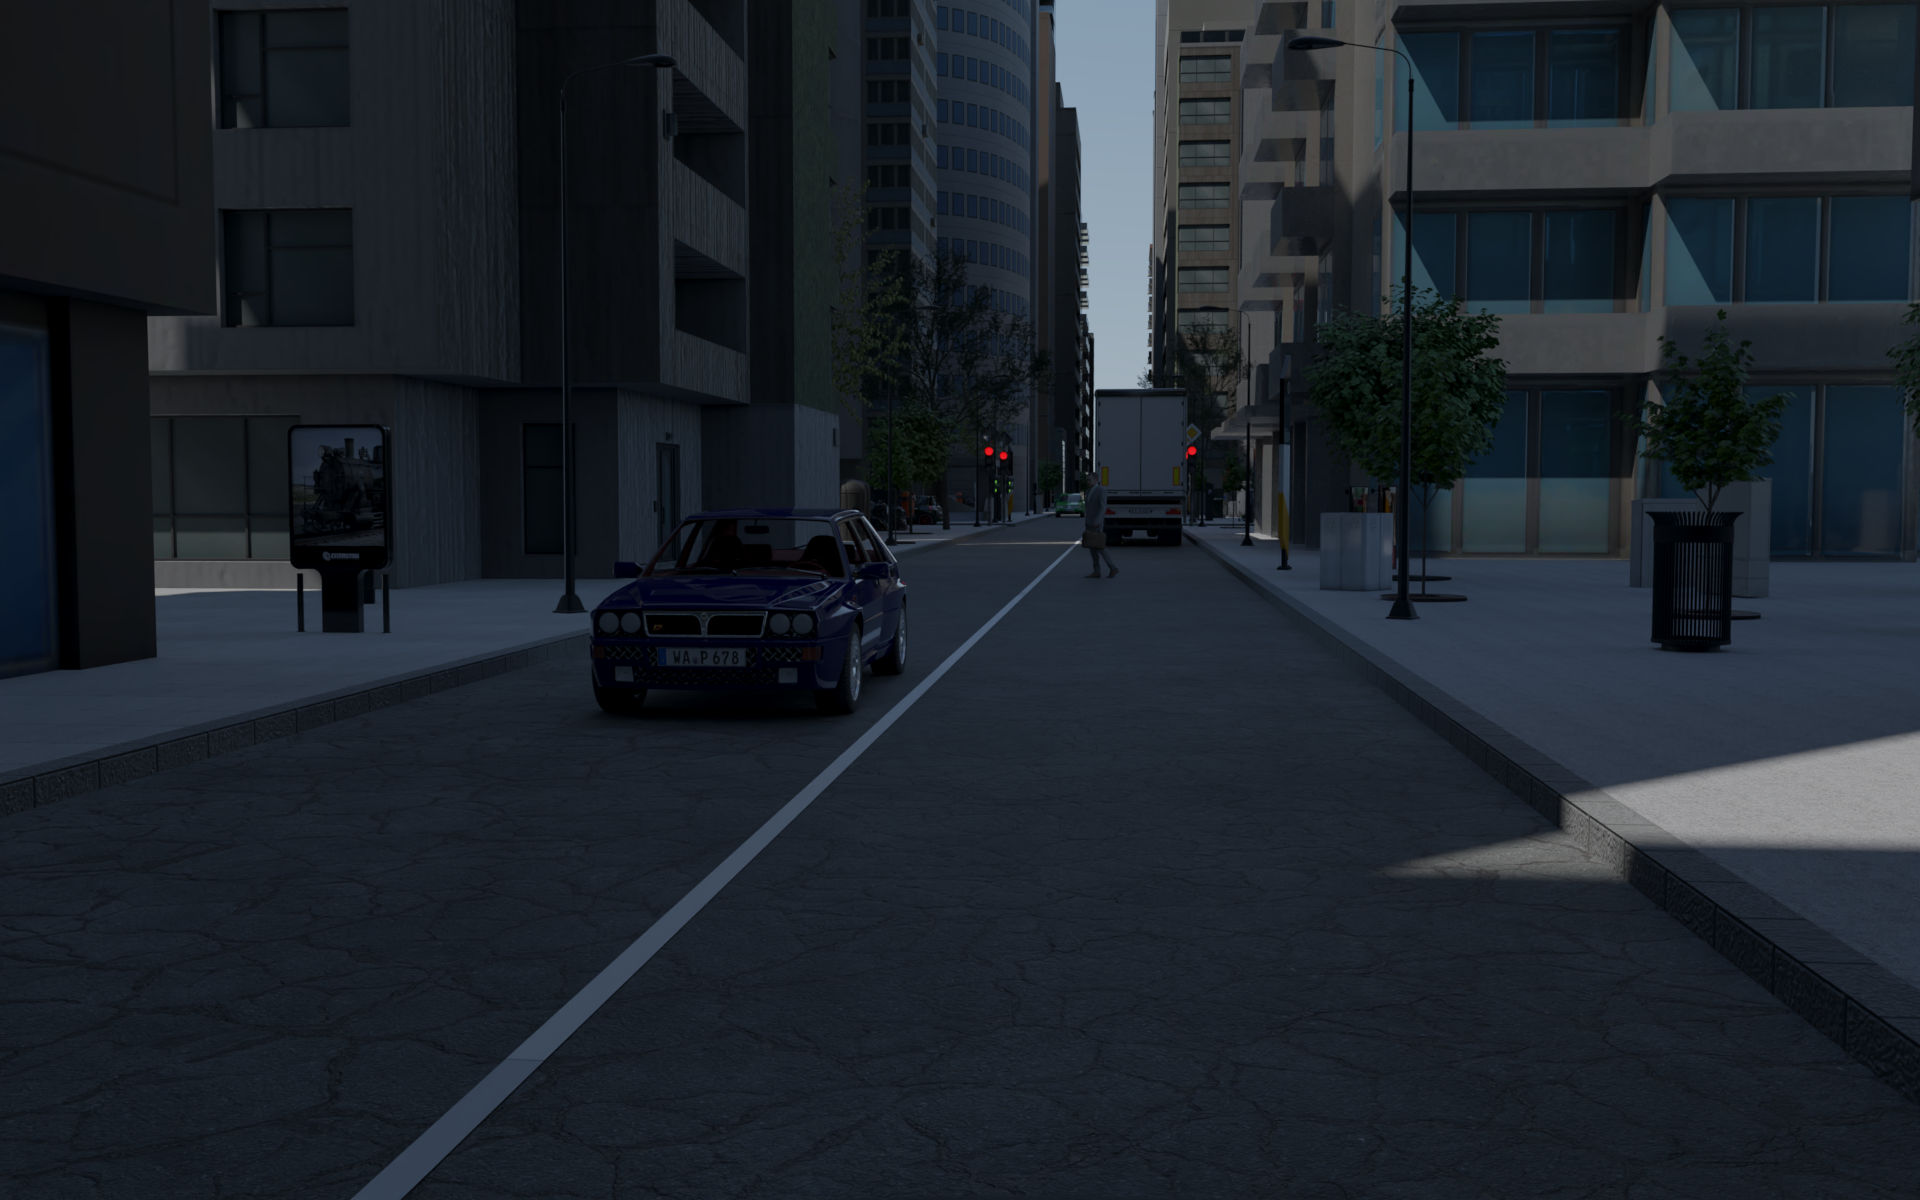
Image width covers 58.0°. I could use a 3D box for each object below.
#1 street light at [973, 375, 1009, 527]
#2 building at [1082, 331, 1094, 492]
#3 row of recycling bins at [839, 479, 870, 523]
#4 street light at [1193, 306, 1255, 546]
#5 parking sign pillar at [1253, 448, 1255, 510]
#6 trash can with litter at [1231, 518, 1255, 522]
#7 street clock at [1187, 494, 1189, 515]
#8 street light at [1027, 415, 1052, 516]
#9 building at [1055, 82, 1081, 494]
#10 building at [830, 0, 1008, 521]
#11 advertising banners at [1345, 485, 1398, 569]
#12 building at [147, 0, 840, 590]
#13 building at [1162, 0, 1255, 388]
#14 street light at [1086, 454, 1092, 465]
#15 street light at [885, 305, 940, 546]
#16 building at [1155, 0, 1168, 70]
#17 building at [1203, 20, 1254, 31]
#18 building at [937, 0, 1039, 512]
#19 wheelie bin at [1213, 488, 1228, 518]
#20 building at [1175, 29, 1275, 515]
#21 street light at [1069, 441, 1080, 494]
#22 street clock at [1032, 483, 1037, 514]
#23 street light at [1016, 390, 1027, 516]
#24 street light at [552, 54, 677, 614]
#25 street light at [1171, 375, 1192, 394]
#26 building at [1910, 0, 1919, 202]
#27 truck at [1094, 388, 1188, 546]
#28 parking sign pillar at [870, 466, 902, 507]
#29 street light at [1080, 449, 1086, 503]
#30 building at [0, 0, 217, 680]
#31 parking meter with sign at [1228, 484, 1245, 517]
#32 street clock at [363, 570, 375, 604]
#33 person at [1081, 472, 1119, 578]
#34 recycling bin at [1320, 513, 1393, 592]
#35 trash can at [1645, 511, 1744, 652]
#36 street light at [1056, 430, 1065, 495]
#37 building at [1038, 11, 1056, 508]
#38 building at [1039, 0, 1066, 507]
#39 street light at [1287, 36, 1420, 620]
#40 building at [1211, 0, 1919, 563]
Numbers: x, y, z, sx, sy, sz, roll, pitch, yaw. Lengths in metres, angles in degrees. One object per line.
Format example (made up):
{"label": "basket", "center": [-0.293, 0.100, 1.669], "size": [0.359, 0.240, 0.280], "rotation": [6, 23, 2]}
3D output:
{"label": "street light", "center": [1.217, -5.800, 67.377], "size": [1.470, 5.913, 1.316], "rotation": [0, 4, 6]}
{"label": "building", "center": [15.969, -32.246, 298.923], "size": [14.160, 30.474, 14.107], "rotation": [0, 4, 6]}
{"label": "row of recycling bins", "center": [-3.066, -2.544, 48.706], "size": [1.069, 1.692, 3.534], "rotation": [0, 3, 0]}
{"label": "street light", "center": [6.578, -4.296, 42.788], "size": [1.470, 5.913, 1.316], "rotation": [0, 4, 6]}
{"label": "parking sign pillar", "center": [17.680, -6.861, 100.652], "size": [1.447, 3.967, 1.447], "rotation": [1, 4, 15]}
{"label": "trash can with litter", "center": [13.732, -4.279, 81.024], "size": [2.233, 1.210, 1.678], "rotation": [2, 4, 26]}
{"label": "street clock", "center": [13.831, -6.122, 104.662], "size": [0.471, 2.002, 0.358], "rotation": [2, 4, 34]}
{"label": "street light", "center": [4.488, -7.885, 101.466], "size": [1.470, 5.913, 1.316], "rotation": [0, 4, 6]}
{"label": "building", "center": [3.563, -35.782, 208.735], "size": [21.300, 48.544, 21.600], "rotation": [0, 4, 6]}
{"label": "building", "center": [-14.060, -24.303, 89.242], "size": [32.217, 40.220, 23.993], "rotation": [0, 4, 6]}
{"label": "advertising banners", "center": [7.243, -2.031, 29.390], "size": [2.074, 3.025, 0.090], "rotation": [-3, 4, -38]}
{"label": "building", "center": [-10.125, -15.710, 28.553], "size": [14.160, 30.474, 14.107], "rotation": [0, 4, 6]}
{"label": "building", "center": [29.932, -32.950, 162.441], "size": [21.300, 48.544, 21.600], "rotation": [0, 4, 6]}
{"label": "street light", "center": [14.374, -14.059, 202.406], "size": [1.470, 5.913, 1.316], "rotation": [0, 4, 6]}
{"label": "street light", "center": [-1.188, -4.295, 42.758], "size": [1.470, 5.913, 1.316], "rotation": [0, 4, 6]}
{"label": "building", "center": [31.511, -39.452, 187.042], "size": [21.231, 58.520, 28.212], "rotation": [0, 4, 6]}
{"label": "building", "center": [31.176, -27.242, 137.291], "size": [32.217, 40.220, 23.993], "rotation": [0, 4, 6]}
{"label": "building", "center": [-5.496, -35.708, 125.827], "size": [21.231, 58.520, 28.212], "rotation": [0, 4, 6]}
{"label": "wheelie bin", "center": [13.800, -5.153, 92.157], "size": [0.980, 1.594, 0.693], "rotation": [2, 4, 32]}
{"label": "building", "center": [20.900, -20.780, 111.462], "size": [14.160, 30.474, 14.107], "rotation": [0, 4, 6]}
{"label": "street light", "center": [9.616, -11.044, 153.115], "size": [1.470, 5.913, 1.316], "rotation": [0, 4, 6]}
{"label": "street clock", "center": [4.729, -6.405, 109.288], "size": [0.358, 2.002, 0.471], "rotation": [0, 4, 4]}
{"label": "street light", "center": [2.091, -6.385, 76.928], "size": [1.470, 5.913, 1.316], "rotation": [0, 4, 6]}
{"label": "street light", "center": [-3.684, -2.812, 18.517], "size": [1.470, 5.913, 1.316], "rotation": [0, 4, 6]}
{"label": "street light", "center": [8.919, -5.811, 67.553], "size": [1.470, 5.913, 1.316], "rotation": [0, 4, 6]}
{"label": "building", "center": [40.879, -22.735, 55.310], "size": [14.086, 41.232, 14.154], "rotation": [0, 4, 6]}
{"label": "truck", "center": [5.366, -3.835, 51.616], "size": [2.839, 4.237, 11.283], "rotation": [0, 4, 6]}
{"label": "parking sign pillar", "center": [-2.869, -4.880, 68.264], "size": [1.447, 3.967, 1.447], "rotation": [0, 4, 8]}
{"label": "street light", "center": [11.917, -12.543, 177.625], "size": [1.470, 5.913, 1.316], "rotation": [0, 4, 6]}
{"label": "building", "center": [-13.481, -21.780, 6.210], "size": [14.600, 45.320, 14.200], "rotation": [0, 4, 6]}
{"label": "parking meter with sign", "center": [15.676, -6.078, 95.637], "size": [1.738, 3.016, 0.543], "rotation": [2, 4, 31]}
{"label": "street clock", "center": [-6.948, -0.956, 20.208], "size": [0.471, 2.002, 0.358], "rotation": [-1, 4, -13]}
{"label": "person", "center": [2.307, -1.284, 29.612], "size": [0.853, 1.813, 0.709], "rotation": [-2, 4, -33]}
{"label": "recycling bin", "center": [5.313, -0.652, 23.219], "size": [0.722, 1.027, 0.722], "rotation": [3, 5, 45]}
{"label": "trash can", "center": [6.010, -0.157, 14.215], "size": [0.748, 1.137, 0.748], "rotation": [0, 3, 0]}
{"label": "street light", "center": [6.915, -9.417, 126.503], "size": [1.470, 5.913, 1.316], "rotation": [0, 4, 6]}
{"label": "building", "center": [1.577, -31.185, 159.986], "size": [14.600, 45.320, 14.200], "rotation": [0, 4, 6]}
{"label": "building", "center": [0.290, -53.141, 181.519], "size": [22.319, 86.520, 31.000], "rotation": [0, 4, 6]}
{"label": "street light", "center": [4.021, -2.762, 17.707], "size": [1.470, 5.913, 1.316], "rotation": [0, 4, 6]}
{"label": "building", "center": [19.082, -26.014, 44.930], "size": [23.786, 49.044, 30.456], "rotation": [0, 4, 6]}
